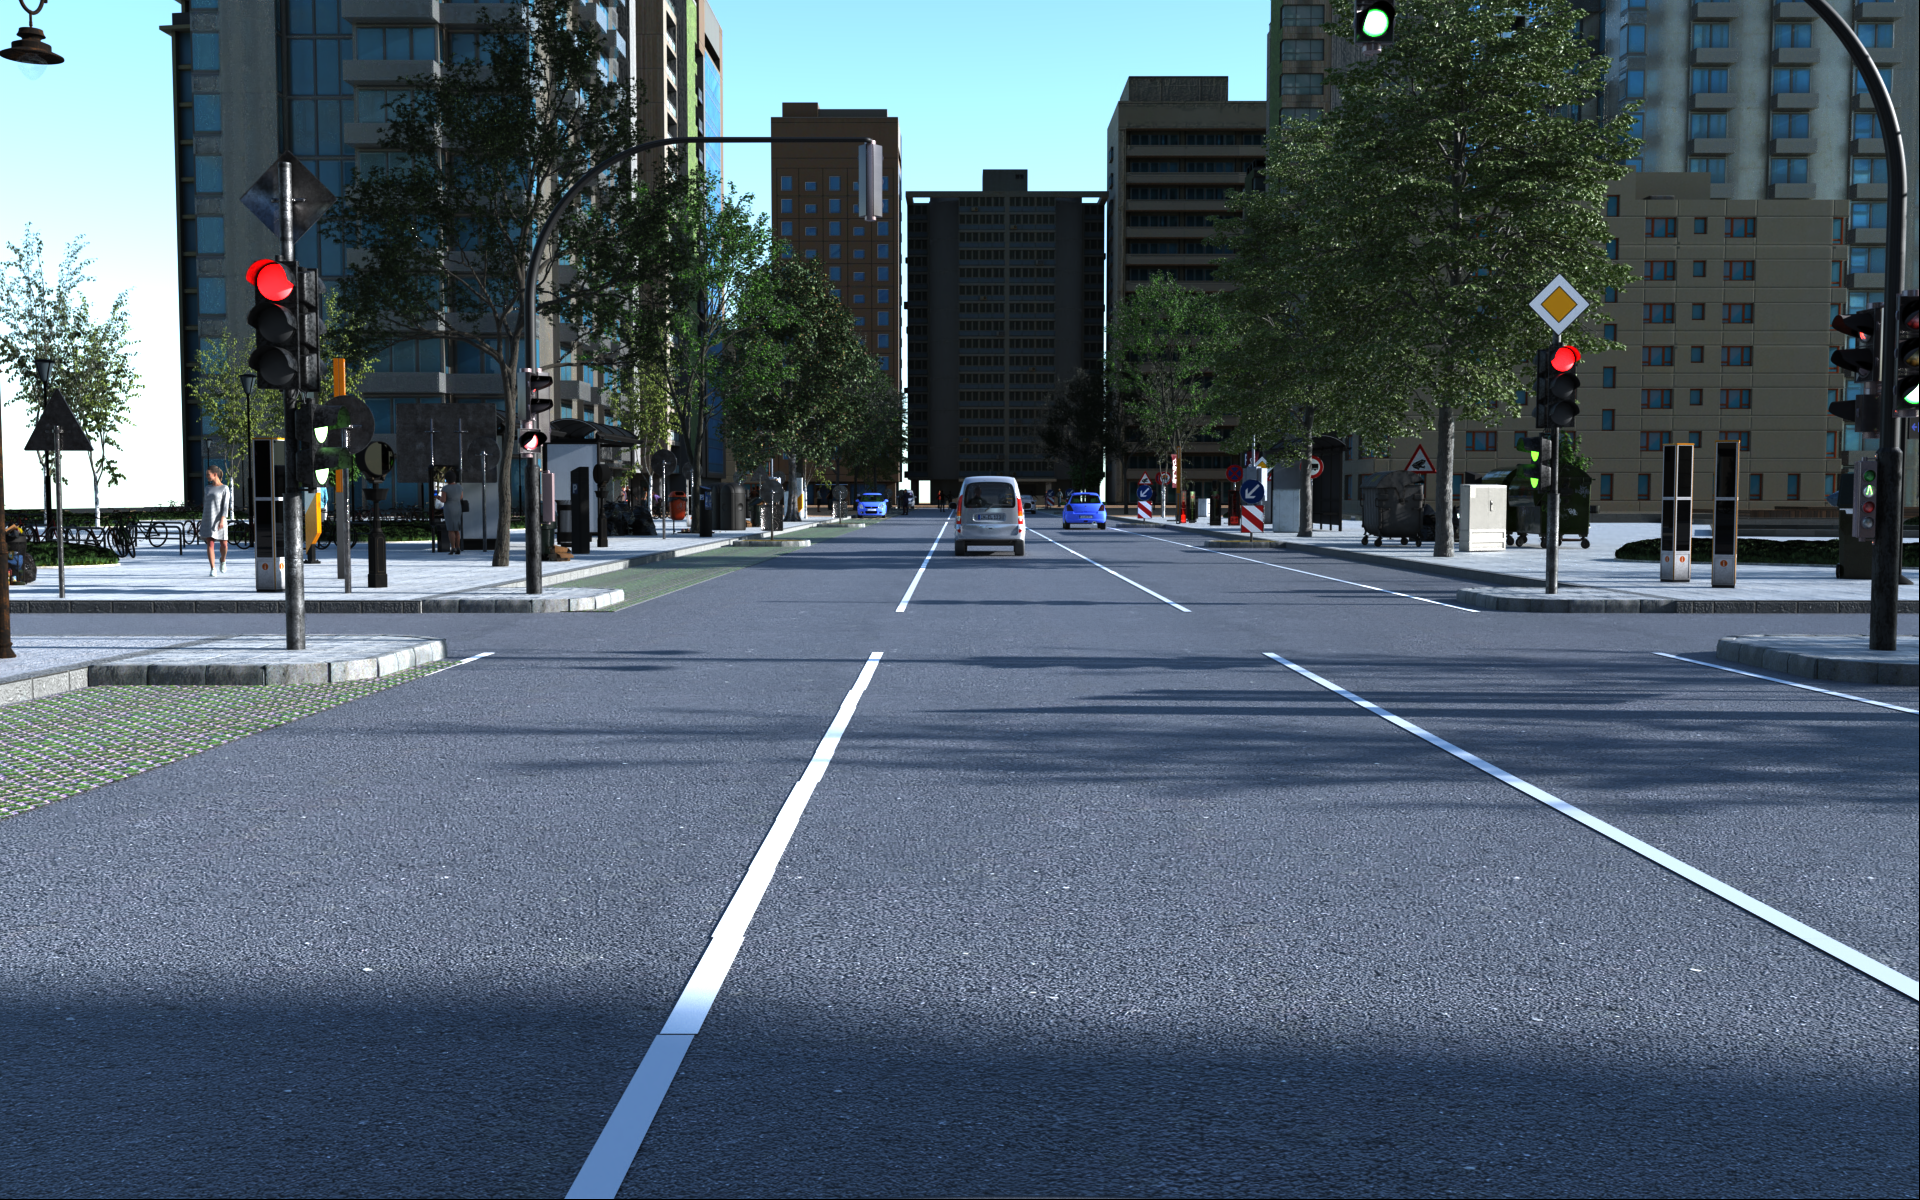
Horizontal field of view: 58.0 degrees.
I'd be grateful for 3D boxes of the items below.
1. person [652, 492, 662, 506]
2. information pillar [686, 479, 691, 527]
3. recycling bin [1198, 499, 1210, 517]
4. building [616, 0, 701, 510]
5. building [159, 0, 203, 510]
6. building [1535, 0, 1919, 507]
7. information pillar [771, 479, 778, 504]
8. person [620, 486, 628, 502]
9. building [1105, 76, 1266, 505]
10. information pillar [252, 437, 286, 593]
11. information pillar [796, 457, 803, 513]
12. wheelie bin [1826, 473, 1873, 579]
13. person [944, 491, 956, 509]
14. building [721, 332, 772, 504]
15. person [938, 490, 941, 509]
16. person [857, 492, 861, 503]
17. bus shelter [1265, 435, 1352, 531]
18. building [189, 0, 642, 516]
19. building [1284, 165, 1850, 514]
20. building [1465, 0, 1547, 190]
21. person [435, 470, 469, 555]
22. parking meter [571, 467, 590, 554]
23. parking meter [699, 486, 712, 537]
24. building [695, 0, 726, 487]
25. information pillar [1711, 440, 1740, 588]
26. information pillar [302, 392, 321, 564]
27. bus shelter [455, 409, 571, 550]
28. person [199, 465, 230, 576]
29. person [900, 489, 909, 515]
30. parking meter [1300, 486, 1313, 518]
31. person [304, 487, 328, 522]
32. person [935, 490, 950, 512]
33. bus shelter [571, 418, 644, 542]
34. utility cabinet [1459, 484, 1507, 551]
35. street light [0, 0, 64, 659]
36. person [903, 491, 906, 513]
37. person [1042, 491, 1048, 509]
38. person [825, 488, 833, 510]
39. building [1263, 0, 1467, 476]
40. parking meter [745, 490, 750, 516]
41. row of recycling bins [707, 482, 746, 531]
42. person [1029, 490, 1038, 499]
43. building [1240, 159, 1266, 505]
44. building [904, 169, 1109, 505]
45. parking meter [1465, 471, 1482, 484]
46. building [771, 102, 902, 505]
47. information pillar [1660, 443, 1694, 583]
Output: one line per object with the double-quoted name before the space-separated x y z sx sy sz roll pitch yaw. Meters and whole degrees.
"person" -18.551 -5.911 105.927 0.697 1.427 0.421 -1 4 -12
"information pillar" -10.590 -3.892 68.121 0.304 2.012 0.304 -1 4 -20
"recycling bin" 13.538 -5.154 96.814 0.722 1.027 0.722 1 4 22
"building" -28.432 -27.613 135.073 14.154 41.232 14.086 0 3 0
"building" -50.184 -30.174 147.962 28.867 44.769 22.147 0 3 0
"building" 65.511 -32.259 147.051 30.456 49.044 23.786 0 3 0
"information pillar" -9.323 -5.054 87.122 0.304 2.012 0.304 1 4 12
"person" -19.208 -5.670 99.285 0.617 1.759 0.750 -3 5 -43
"building" 28.167 -35.543 204.826 21.600 48.544 21.300 0 3 0
"information pillar" -9.017 -1.111 22.664 0.304 2.012 0.304 1 4 14
"information pillar" -8.176 -5.885 87.568 0.504 3.616 0.183 2 4 30
"wheelie bin" 13.671 -1.123 26.271 0.980 1.594 0.693 2 4 35
"person" -0.953 -9.419 163.223 1.217 1.735 0.721 -1 4 -19
"building" -35.713 -22.241 208.682 28.899 21.520 27.650 0 3 0
"person" -2.038 -9.945 171.039 0.705 1.831 1.348 0 4 -8
"person" -8.738 -8.575 149.436 0.799 1.438 0.628 2 4 31
"bus shelter" 12.353 -4.155 61.865 2.014 3.302 5.546 0 3 0
"building" -34.250 -30.132 112.261 23.786 49.044 30.456 0 3 0
"building" 38.318 -16.596 116.384 27.650 21.520 28.899 0 3 0
"building" 55.169 -54.571 204.902 31.000 86.520 22.319 0 3 0
"person" -10.761 -1.858 36.778 0.532 1.782 0.716 3 5 40
"parking meter" -8.164 -1.927 37.212 0.255 1.863 0.399 -3 5 -43
"parking meter" -7.620 -2.659 51.882 0.372 1.533 0.369 0 3 0
"building" -28.646 -30.658 151.373 14.200 45.320 14.600 0 3 0
"information pillar" 10.485 -1.176 23.717 0.304 2.012 0.304 2 4 26
"information pillar" -11.917 -2.475 31.826 0.504 3.616 0.183 3 5 44
"bus shelter" -11.181 -2.950 42.149 2.014 3.302 5.546 0 3 0
"person" -11.718 -1.250 27.237 0.466 1.731 0.760 -1 4 -20
"person" -3.801 -6.660 117.841 0.568 1.767 0.683 2 4 27
"parking meter" 10.843 -2.801 54.209 0.372 1.533 0.369 0 3 0
"person" -19.249 -2.798 51.805 0.660 1.820 0.620 -2 4 -32
"person" -1.376 -7.858 137.807 1.217 1.723 0.721 1 4 15
"bus shelter" -10.431 -3.366 48.962 2.014 3.302 5.546 0 4 0
"utility cabinet" 11.657 -1.828 38.572 1.173 1.500 0.318 -2 4 -31
"street light" -7.504 -2.484 13.408 0.468 5.910 1.993 0 3 0
"person" -4.102 -7.529 132.379 0.721 1.735 1.217 -1 4 -13
"person" 8.260 -9.699 167.524 0.568 1.767 0.683 1 4 11
"person" -10.306 -8.026 137.287 0.705 1.822 1.348 1 4 19
"building" 31.147 -27.746 137.241 14.154 41.232 14.086 0 3 0
"parking meter" -11.959 -5.410 96.863 0.372 1.533 0.369 0 3 0
"row of recycling bins" -8.535 -3.389 62.521 1.069 1.692 3.534 -1 4 -20
"person" 5.881 -8.169 142.782 1.217 1.735 0.721 0 4 0
"building" 31.542 -23.259 151.988 14.160 30.474 14.107 0 3 0
"building" 5.376 -31.684 209.912 23.993 40.220 32.217 0 3 0
"parking meter" 13.102 -2.355 44.214 0.255 1.863 0.399 -2 4 -31
"building" -14.011 -33.723 201.483 14.200 45.320 14.600 0 3 0
"information pillar" 10.437 -1.268 25.220 0.304 2.012 0.304 -1 4 -16
